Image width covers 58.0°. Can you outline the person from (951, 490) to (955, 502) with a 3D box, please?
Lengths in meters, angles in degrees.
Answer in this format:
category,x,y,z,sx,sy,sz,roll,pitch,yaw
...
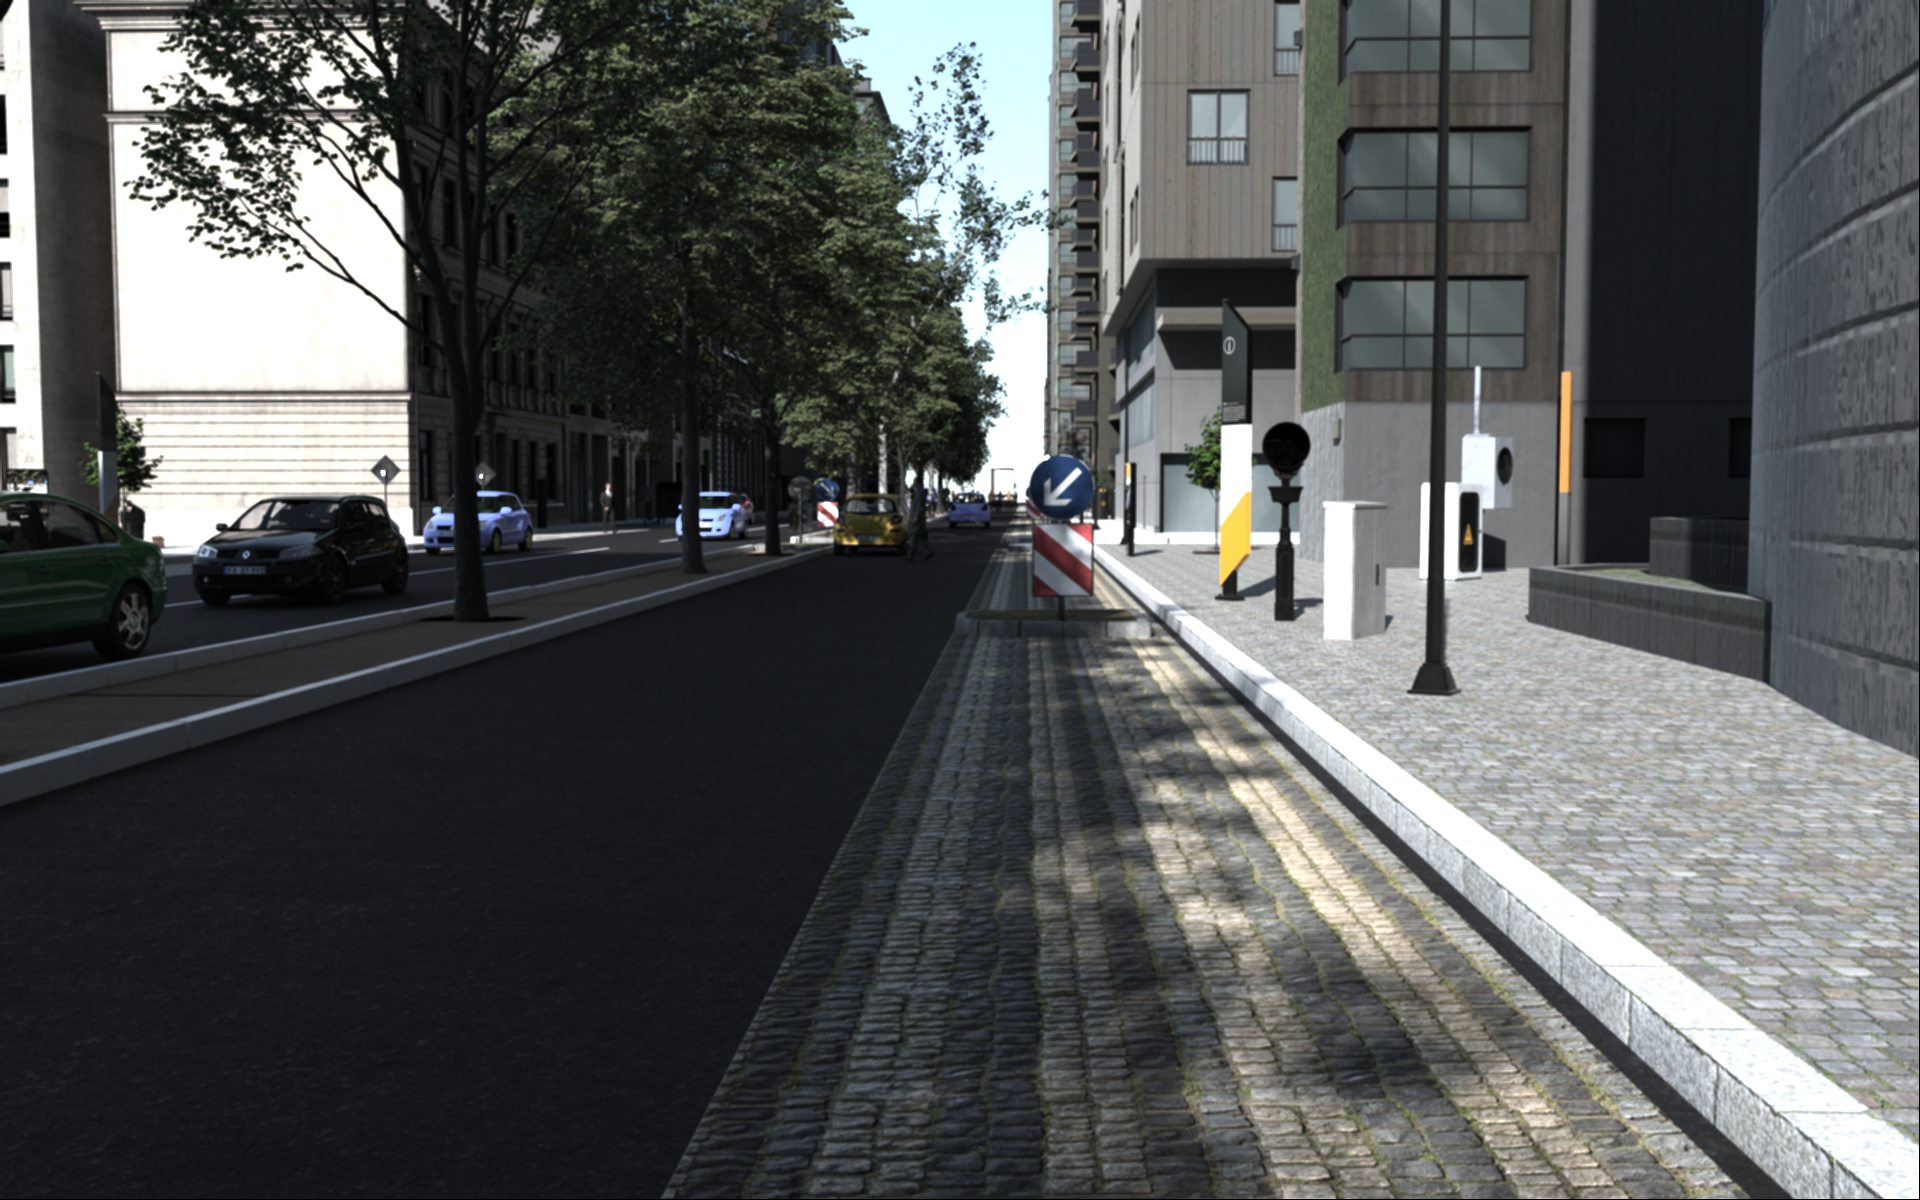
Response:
category,x,y,z,sx,sy,sz,roll,pitch,yaw
person,-0.641,-9.706,167.125,0.705,1.831,1.348,1,4,9

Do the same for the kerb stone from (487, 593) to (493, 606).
category,x,y,z,sx,sy,sz,roll,pitch,yaw
kerb stone,-6.053,0.040,21.547,0.120,0.150,1.000,0,4,2

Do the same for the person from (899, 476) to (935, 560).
category,x,y,z,sx,sy,sz,roll,pitch,yaw
person,-0.932,-1.764,37.437,0.767,1.812,0.694,0,4,-1

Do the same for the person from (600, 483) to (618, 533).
category,x,y,z,sx,sy,sz,roll,pitch,yaw
person,-12.792,-3.361,63.229,0.659,1.850,0.755,-3,4,-38

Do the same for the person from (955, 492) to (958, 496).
category,x,y,z,sx,sy,sz,roll,pitch,yaw
person,-0.380,-16.753,283.192,1.217,1.735,0.721,0,4,2

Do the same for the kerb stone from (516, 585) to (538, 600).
category,x,y,z,sx,sy,sz,roll,pitch,yaw
kerb stone,-5.980,-0.086,23.597,0.120,0.150,1.000,0,4,2

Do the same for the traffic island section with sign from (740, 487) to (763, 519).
category,x,y,z,sx,sy,sz,roll,pitch,yaw
traffic island section with sign,-12.612,-5.681,101.505,1.989,1.847,2.006,0,4,2

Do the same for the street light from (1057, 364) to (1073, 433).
category,x,y,z,sx,sy,sz,roll,pitch,yaw
street light,4.319,-5.464,61.873,1.470,5.913,1.316,0,4,2

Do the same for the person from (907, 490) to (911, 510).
category,x,y,z,sx,sy,sz,roll,pitch,yaw
person,-3.952,-7.421,130.504,0.551,1.740,0.621,1,4,16

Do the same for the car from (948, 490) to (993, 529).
category,x,y,z,sx,sy,sz,roll,pitch,yaw
car,0.431,-3.900,73.362,1.945,1.707,3.694,0,4,2

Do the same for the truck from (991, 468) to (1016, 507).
category,x,y,z,sx,sy,sz,roll,pitch,yaw
truck,4.798,-12.474,192.864,2.839,4.237,11.283,0,4,2

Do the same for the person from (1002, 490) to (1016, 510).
category,x,y,z,sx,sy,sz,roll,pitch,yaw
person,4.334,-8.925,154.521,1.348,1.812,0.705,-1,4,-15

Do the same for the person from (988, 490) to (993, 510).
category,x,y,z,sx,sy,sz,roll,pitch,yaw
person,2.723,-8.902,154.592,0.434,1.755,0.990,2,4,24

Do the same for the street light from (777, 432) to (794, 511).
category,x,y,z,sx,sy,sz,roll,pitch,yaw
street light,-12.976,-9.556,128.783,1.470,5.913,1.316,0,4,2

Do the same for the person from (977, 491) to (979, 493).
category,x,y,z,sx,sy,sz,roll,pitch,yaw
person,1.437,-8.477,147.815,0.721,1.735,1.217,1,4,15

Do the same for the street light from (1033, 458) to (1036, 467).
category,x,y,z,sx,sy,sz,roll,pitch,yaw
street light,9.615,-14.079,202.734,1.470,5.913,1.316,0,4,2

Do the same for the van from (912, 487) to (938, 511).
category,x,y,z,sx,sy,sz,roll,pitch,yaw
van,-2.847,-8.755,147.526,2.240,2.365,5.245,0,4,2

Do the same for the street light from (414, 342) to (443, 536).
category,x,y,z,sx,sy,sz,roll,pitch,yaw
street light,-15.895,-4.890,52.496,1.470,5.913,1.316,0,4,2

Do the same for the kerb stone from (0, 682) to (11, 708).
category,x,y,z,sx,sy,sz,roll,pitch,yaw
kerb stone,-6.437,0.666,11.313,0.120,0.150,1.000,0,4,2

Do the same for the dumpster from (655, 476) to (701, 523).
category,x,y,z,sx,sy,sz,roll,pitch,yaw
dumpster,-13.191,-4.654,81.045,1.985,2.255,1.502,0,4,3

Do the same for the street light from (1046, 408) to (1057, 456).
category,x,y,z,sx,sy,sz,roll,pitch,yaw
street light,5.577,-7.433,94.066,1.470,5.913,1.316,0,4,2

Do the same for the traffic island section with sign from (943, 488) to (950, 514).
category,x,y,z,sx,sy,sz,roll,pitch,yaw
traffic island section with sign,-1.064,-7.259,126.818,2.006,1.907,1.989,0,4,2

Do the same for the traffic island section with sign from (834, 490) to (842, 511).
category,x,y,z,sx,sy,sz,roll,pitch,yaw
traffic island section with sign,-10.716,-8.763,151.905,1.989,1.847,2.006,0,4,2

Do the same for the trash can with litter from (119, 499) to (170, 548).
category,x,y,z,sx,sy,sz,roll,pitch,yaw
trash can with litter,-19.238,-1.801,40.838,1.055,1.170,0.624,-2,4,-27

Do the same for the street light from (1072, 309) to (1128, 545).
category,x,y,z,sx,sy,sz,roll,pitch,yaw
street light,3.656,-4.350,43.669,1.470,5.913,1.316,0,4,2

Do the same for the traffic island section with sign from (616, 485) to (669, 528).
category,x,y,z,sx,sy,sz,roll,pitch,yaw
traffic island section with sign,-13.626,-4.033,74.569,1.989,1.847,2.006,0,4,2

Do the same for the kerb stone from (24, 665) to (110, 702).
category,x,y,z,sx,sy,sz,roll,pitch,yaw
kerb stone,-6.403,0.603,12.340,0.120,0.150,1.000,0,4,2

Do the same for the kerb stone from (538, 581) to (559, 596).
category,x,y,z,sx,sy,sz,roll,pitch,yaw
kerb stone,-5.938,-0.134,24.622,0.120,0.150,1.000,0,4,2

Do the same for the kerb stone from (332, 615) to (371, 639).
category,x,y,z,sx,sy,sz,roll,pitch,yaw
kerb stone,-6.209,0.290,17.459,0.120,0.150,1.000,0,4,2

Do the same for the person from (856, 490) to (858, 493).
category,x,y,z,sx,sy,sz,roll,pitch,yaw
person,-7.641,-7.361,129.558,1.217,1.736,0.721,0,4,-7

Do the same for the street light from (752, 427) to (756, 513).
category,x,y,z,sx,sy,sz,roll,pitch,yaw
street light,-13.457,-8.828,116.884,1.470,5.913,1.316,0,4,2

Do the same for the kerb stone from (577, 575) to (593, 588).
category,x,y,z,sx,sy,sz,roll,pitch,yaw
kerb stone,-5.870,-0.274,26.671,0.120,0.150,1.000,0,4,2

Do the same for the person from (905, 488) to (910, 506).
category,x,y,z,sx,sy,sz,roll,pitch,yaw
person,-3.353,-5.930,105.572,0.709,1.813,0.853,1,4,12

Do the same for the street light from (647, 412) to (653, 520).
category,x,y,z,sx,sy,sz,roll,pitch,yaw
street light,-14.642,-6.859,84.689,1.470,5.913,1.316,0,4,2

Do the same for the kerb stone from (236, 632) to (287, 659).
category,x,y,z,sx,sy,sz,roll,pitch,yaw
kerb stone,-6.289,0.419,15.417,0.120,0.150,1.000,0,4,2

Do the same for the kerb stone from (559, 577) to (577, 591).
category,x,y,z,sx,sy,sz,roll,pitch,yaw
kerb stone,-5.899,-0.206,25.650,0.120,0.150,1.000,0,4,2

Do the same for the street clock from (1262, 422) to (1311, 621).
category,x,y,z,sx,sy,sz,roll,pitch,yaw
street clock,3.290,-0.792,17.519,0.471,2.002,0.358,0,4,8

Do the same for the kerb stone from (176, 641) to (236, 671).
category,x,y,z,sx,sy,sz,roll,pitch,yaw
kerb stone,-6.324,0.479,14.395,0.120,0.150,1.000,0,4,2

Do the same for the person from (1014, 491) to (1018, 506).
category,x,y,z,sx,sy,sz,roll,pitch,yaw
person,6.979,-12.731,216.590,0.705,1.831,1.348,-1,4,-18

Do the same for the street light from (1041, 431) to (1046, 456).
category,x,y,z,sx,sy,sz,roll,pitch,yaw
street light,6.850,-9.432,126.755,1.470,5.913,1.316,0,4,2

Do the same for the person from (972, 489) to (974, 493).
category,x,y,z,sx,sy,sz,roll,pitch,yaw
person,1.031,-7.836,136.621,1.348,1.824,0.705,0,4,1

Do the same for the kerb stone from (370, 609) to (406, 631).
category,x,y,z,sx,sy,sz,roll,pitch,yaw
kerb stone,-6.178,0.227,18.481,0.120,0.150,1.000,0,4,2

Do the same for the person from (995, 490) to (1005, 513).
category,x,y,z,sx,sy,sz,roll,pitch,yaw
person,3.029,-7.487,131.857,0.756,1.711,0.436,0,3,0

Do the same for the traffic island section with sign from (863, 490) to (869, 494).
category,x,y,z,sx,sy,sz,roll,pitch,yaw
traffic island section with sign,-9.691,-10.445,179.399,1.989,1.847,2.006,0,4,2

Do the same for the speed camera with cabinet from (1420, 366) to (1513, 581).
category,x,y,z,sx,sy,sz,roll,pitch,yaw
speed camera with cabinet,7.709,-1.952,26.258,0.660,3.252,2.038,3,5,41

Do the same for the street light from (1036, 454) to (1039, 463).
category,x,y,z,sx,sy,sz,roll,pitch,yaw
street light,8.456,-12.099,170.355,1.470,5.913,1.316,0,4,2

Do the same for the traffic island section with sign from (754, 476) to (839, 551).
category,x,y,z,sx,sy,sz,roll,pitch,yaw
traffic island section with sign,-4.163,-2.214,44.330,2.006,1.907,1.989,0,4,2

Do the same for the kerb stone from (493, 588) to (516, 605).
category,x,y,z,sx,sy,sz,roll,pitch,yaw
kerb stone,-6.023,-0.023,22.576,0.120,0.150,1.000,0,4,2

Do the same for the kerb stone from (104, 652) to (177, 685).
category,x,y,z,sx,sy,sz,roll,pitch,yaw
kerb stone,-6.368,0.540,13.373,0.120,0.150,1.000,0,4,2

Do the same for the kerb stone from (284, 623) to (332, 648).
category,x,y,z,sx,sy,sz,roll,pitch,yaw
kerb stone,-6.241,0.352,16.438,0.120,0.150,1.000,0,4,2

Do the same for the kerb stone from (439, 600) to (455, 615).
category,x,y,z,sx,sy,sz,roll,pitch,yaw
kerb stone,-6.092,0.102,20.526,0.120,0.150,1.000,0,4,2

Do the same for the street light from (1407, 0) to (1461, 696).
category,x,y,z,sx,sy,sz,roll,pitch,yaw
street light,2.521,-2.354,11.033,1.470,5.913,1.316,0,4,2

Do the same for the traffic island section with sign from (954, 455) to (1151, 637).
category,x,y,z,sx,sy,sz,roll,pitch,yaw
traffic island section with sign,0.948,-0.585,18.185,1.989,1.847,2.006,0,4,2

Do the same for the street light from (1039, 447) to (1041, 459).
category,x,y,z,sx,sy,sz,roll,pitch,yaw
street light,7.230,-10.130,138.161,1.470,5.913,1.316,0,4,2

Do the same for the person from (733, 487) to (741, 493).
category,x,y,z,sx,sy,sz,roll,pitch,yaw
person,-12.648,-5.478,98.042,0.580,1.828,0.573,1,4,17

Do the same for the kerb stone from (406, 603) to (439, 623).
category,x,y,z,sx,sy,sz,roll,pitch,yaw
kerb stone,-6.128,0.168,19.502,0.120,0.150,1.000,0,4,2
